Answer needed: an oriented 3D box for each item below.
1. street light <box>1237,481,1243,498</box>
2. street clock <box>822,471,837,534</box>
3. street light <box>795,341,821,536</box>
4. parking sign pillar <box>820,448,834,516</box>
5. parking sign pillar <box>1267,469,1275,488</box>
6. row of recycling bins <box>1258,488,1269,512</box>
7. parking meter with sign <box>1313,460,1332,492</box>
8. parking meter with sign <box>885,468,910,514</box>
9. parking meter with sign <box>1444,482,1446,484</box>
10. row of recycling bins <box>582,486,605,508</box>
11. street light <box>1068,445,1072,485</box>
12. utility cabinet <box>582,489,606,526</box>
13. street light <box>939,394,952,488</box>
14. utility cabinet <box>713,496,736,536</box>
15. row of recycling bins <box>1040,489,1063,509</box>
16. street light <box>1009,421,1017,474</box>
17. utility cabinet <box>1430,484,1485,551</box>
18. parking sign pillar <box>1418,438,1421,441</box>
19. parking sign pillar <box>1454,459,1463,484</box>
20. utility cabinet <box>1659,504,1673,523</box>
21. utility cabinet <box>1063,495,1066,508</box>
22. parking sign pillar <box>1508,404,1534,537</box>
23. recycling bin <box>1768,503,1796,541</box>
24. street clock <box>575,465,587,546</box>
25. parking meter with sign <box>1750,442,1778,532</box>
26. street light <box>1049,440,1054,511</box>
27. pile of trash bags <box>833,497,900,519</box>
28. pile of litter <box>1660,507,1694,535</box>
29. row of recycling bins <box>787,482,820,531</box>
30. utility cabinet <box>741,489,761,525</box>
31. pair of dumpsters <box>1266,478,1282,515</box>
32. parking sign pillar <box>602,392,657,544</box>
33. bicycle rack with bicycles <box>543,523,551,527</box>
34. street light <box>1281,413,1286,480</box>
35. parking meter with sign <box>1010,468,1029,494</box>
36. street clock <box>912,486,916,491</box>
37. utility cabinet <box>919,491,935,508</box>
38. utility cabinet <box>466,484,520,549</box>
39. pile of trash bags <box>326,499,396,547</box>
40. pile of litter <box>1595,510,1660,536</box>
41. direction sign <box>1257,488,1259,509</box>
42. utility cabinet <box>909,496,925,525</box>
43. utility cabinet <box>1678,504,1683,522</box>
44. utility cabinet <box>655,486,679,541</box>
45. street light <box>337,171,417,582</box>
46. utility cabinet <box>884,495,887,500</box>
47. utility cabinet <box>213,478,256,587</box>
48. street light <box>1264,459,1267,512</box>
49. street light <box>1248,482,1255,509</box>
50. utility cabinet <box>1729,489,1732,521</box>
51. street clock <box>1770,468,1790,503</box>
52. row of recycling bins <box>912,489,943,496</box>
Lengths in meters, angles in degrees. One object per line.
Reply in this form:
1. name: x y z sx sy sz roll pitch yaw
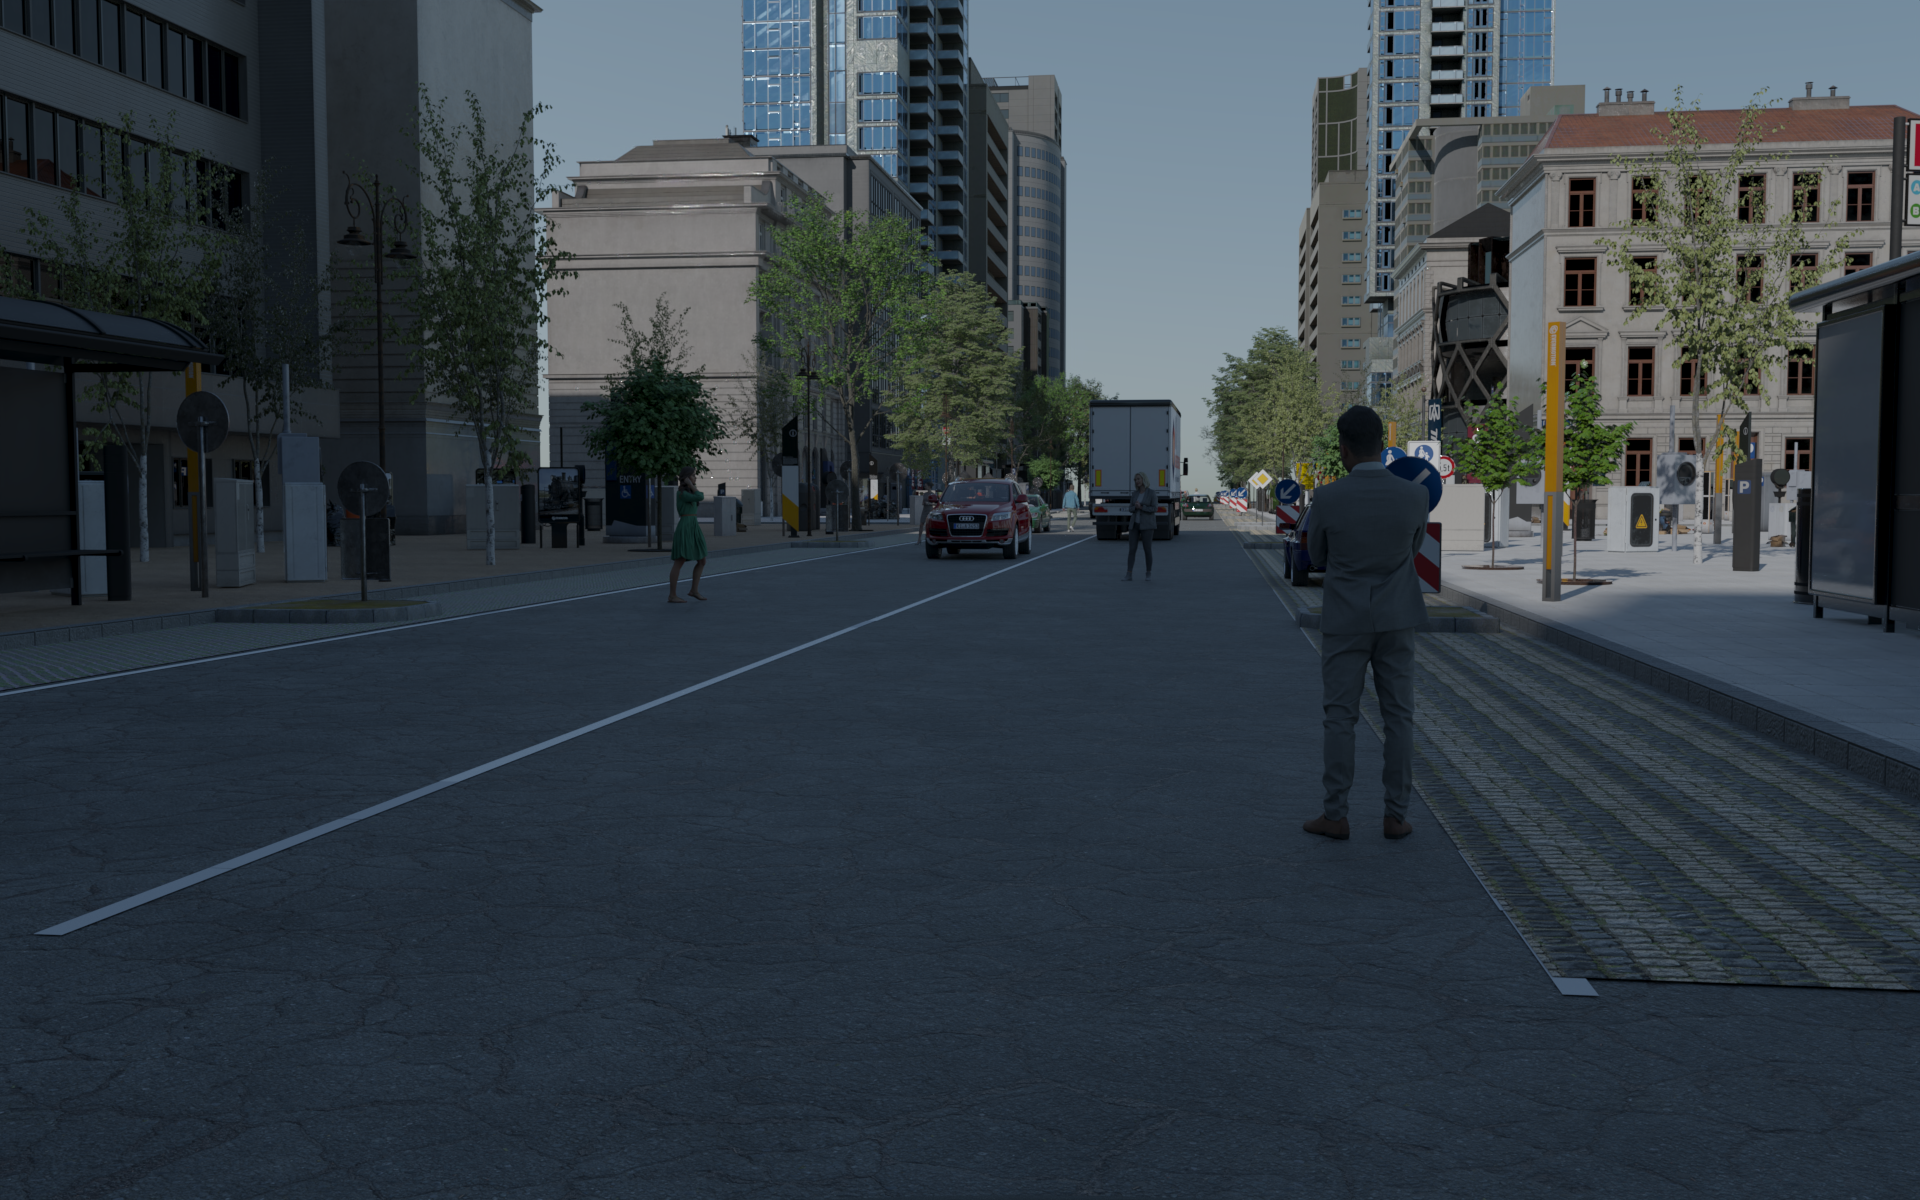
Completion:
1. street light: 36.480 -15.566 227.293 0.468 5.910 1.993 0 4 8
2. street clock: -4.149 -3.085 55.013 0.358 2.002 0.471 3 5 40
3. street light: -4.588 -4.879 52.563 0.468 5.910 1.993 0 4 8
4. parking sign pillar: -7.826 -6.956 102.198 1.447 3.967 1.447 1 4 17
5. parking sign pillar: 27.066 -9.937 150.939 1.447 3.967 1.447 1 4 8
6. row of recycling bins: 22.355 -7.340 127.116 1.069 1.692 3.534 0 4 7
7. parking meter with sign: 18.387 -5.481 85.882 1.738 3.016 0.543 0 4 2
8. parking meter with sign: -4.188 -7.181 113.673 1.738 3.016 0.543 1 4 17
9. parking meter with sign: 30.972 -7.044 111.429 0.543 3.016 1.738 3 5 43
10. row of recycling bins: -30.260 -8.159 140.518 1.069 1.692 3.534 2 4 24
11. street light: 9.970 -11.188 155.716 0.468 5.910 1.993 0 4 8
12. utility cabinet: -14.523 -3.719 69.481 1.173 1.500 0.318 -1 4 -21
13. street light: -0.637 -6.565 80.119 0.468 5.910 1.993 0 4 8
14. utility cabinet: -7.227 -2.578 53.314 0.306 1.237 1.020 1 4 18
15. row of recycling bins: 7.820 -8.820 151.317 1.069 1.692 3.534 -2 4 -30
16. street light: 3.235 -8.250 107.682 0.468 5.910 1.993 0 4 8
17. utility cabinet: 11.162 -1.848 38.891 1.173 1.500 0.318 1 4 18
18. parking sign pillar: 22.227 -5.799 83.283 1.447 3.967 1.447 1 4 17
19. parking sign pillar: 25.479 -6.084 87.952 1.447 3.967 1.447 -3 5 -40
20. utility cabinet: 30.666 -4.058 75.035 0.318 1.500 1.173 3 5 44
21. utility cabinet: 8.903 -8.755 154.305 1.020 1.237 0.306 0 4 -3
22. parking sign pillar: 16.467 -3.879 51.902 1.447 3.967 1.447 1 4 21
23. recycling bin: 22.883 -2.160 47.869 0.722 1.027 0.722 -1 4 -13
24. street clock: -9.436 -2.353 43.040 0.358 2.002 0.471 0 4 -5
25. parking meter with sign: 27.491 -3.827 58.837 1.738 3.016 0.543 -1 4 -16
26. street light: 7.042 -9.887 134.447 0.468 5.910 1.993 0 4 8
27. pile of trash bags: -4.860 -4.765 87.664 3.447 1.369 1.912 -1 4 -23
28. pile of litter: 22.753 -2.532 55.371 1.719 0.858 1.176 0 4 -6
29. row of recycling bins: -5.563 -3.305 61.145 1.069 1.692 3.534 0 4 2
30. utility cabinet: -8.503 -3.772 70.359 0.318 1.500 1.173 -2 4 -34
31. pair of dumpsters: 20.263 -6.550 109.583 1.574 2.255 4.437 0 4 8
32. parking sign pillar: -8.632 -3.474 45.275 1.447 3.967 1.447 2 4 26
33. bicycle rack with bicycles: -17.234 -3.375 68.556 2.925 0.926 2.852 1 4 21
34. street light: 18.179 -7.620 97.377 0.468 5.910 1.993 0 4 8
35. parking meter with sign: 4.250 -7.366 116.688 1.738 3.016 0.543 2 4 34
36. street clock: -4.054 -9.138 153.984 0.358 2.002 0.471 -1 4 -19
37. utility cabinet: -2.162 -6.137 109.020 1.173 1.500 0.318 -1 4 -10
38. utility cabinet: -10.739 -1.904 39.810 1.173 1.500 0.318 -1 4 -17
39. pile of trash bags: -14.903 -2.016 42.717 1.912 1.369 3.447 -1 4 -18
40. pile of litter: 20.361 -2.409 53.349 1.176 0.858 1.719 -3 5 -42
41. direction sign: 24.832 -9.310 144.210 0.876 3.537 0.379 -3 5 -41
42. utility cabinet: -1.664 -3.735 72.234 0.306 1.237 1.020 3 4 39
43. utility cabinet: 33.288 -4.272 81.010 1.020 1.237 0.306 -1 4 -10
44. utility cabinet: -8.193 -2.327 46.719 1.173 1.500 0.318 1 4 15
45. street light: -8.423 -3.205 25.193 0.468 5.910 1.993 0 4 8
46. utility cabinet: -4.945 -6.409 115.947 0.306 1.237 1.020 0 4 -1
47. utility cabinet: -10.062 -0.941 24.072 0.318 1.500 1.173 -1 4 -12
48. street light: 21.930 -9.258 124.150 0.468 5.910 1.993 0 4 8
49. street light: 25.727 -10.930 151.492 0.468 5.910 1.993 0 4 8
50. utility cabinet: 36.521 -4.444 81.339 0.318 1.500 1.173 3 5 43
51. street clock: 23.229 -2.723 49.096 0.471 2.002 0.358 0 4 -1
52. row of recycling bins: -2.255 -8.339 143.463 3.534 1.692 1.069 1 4 15
